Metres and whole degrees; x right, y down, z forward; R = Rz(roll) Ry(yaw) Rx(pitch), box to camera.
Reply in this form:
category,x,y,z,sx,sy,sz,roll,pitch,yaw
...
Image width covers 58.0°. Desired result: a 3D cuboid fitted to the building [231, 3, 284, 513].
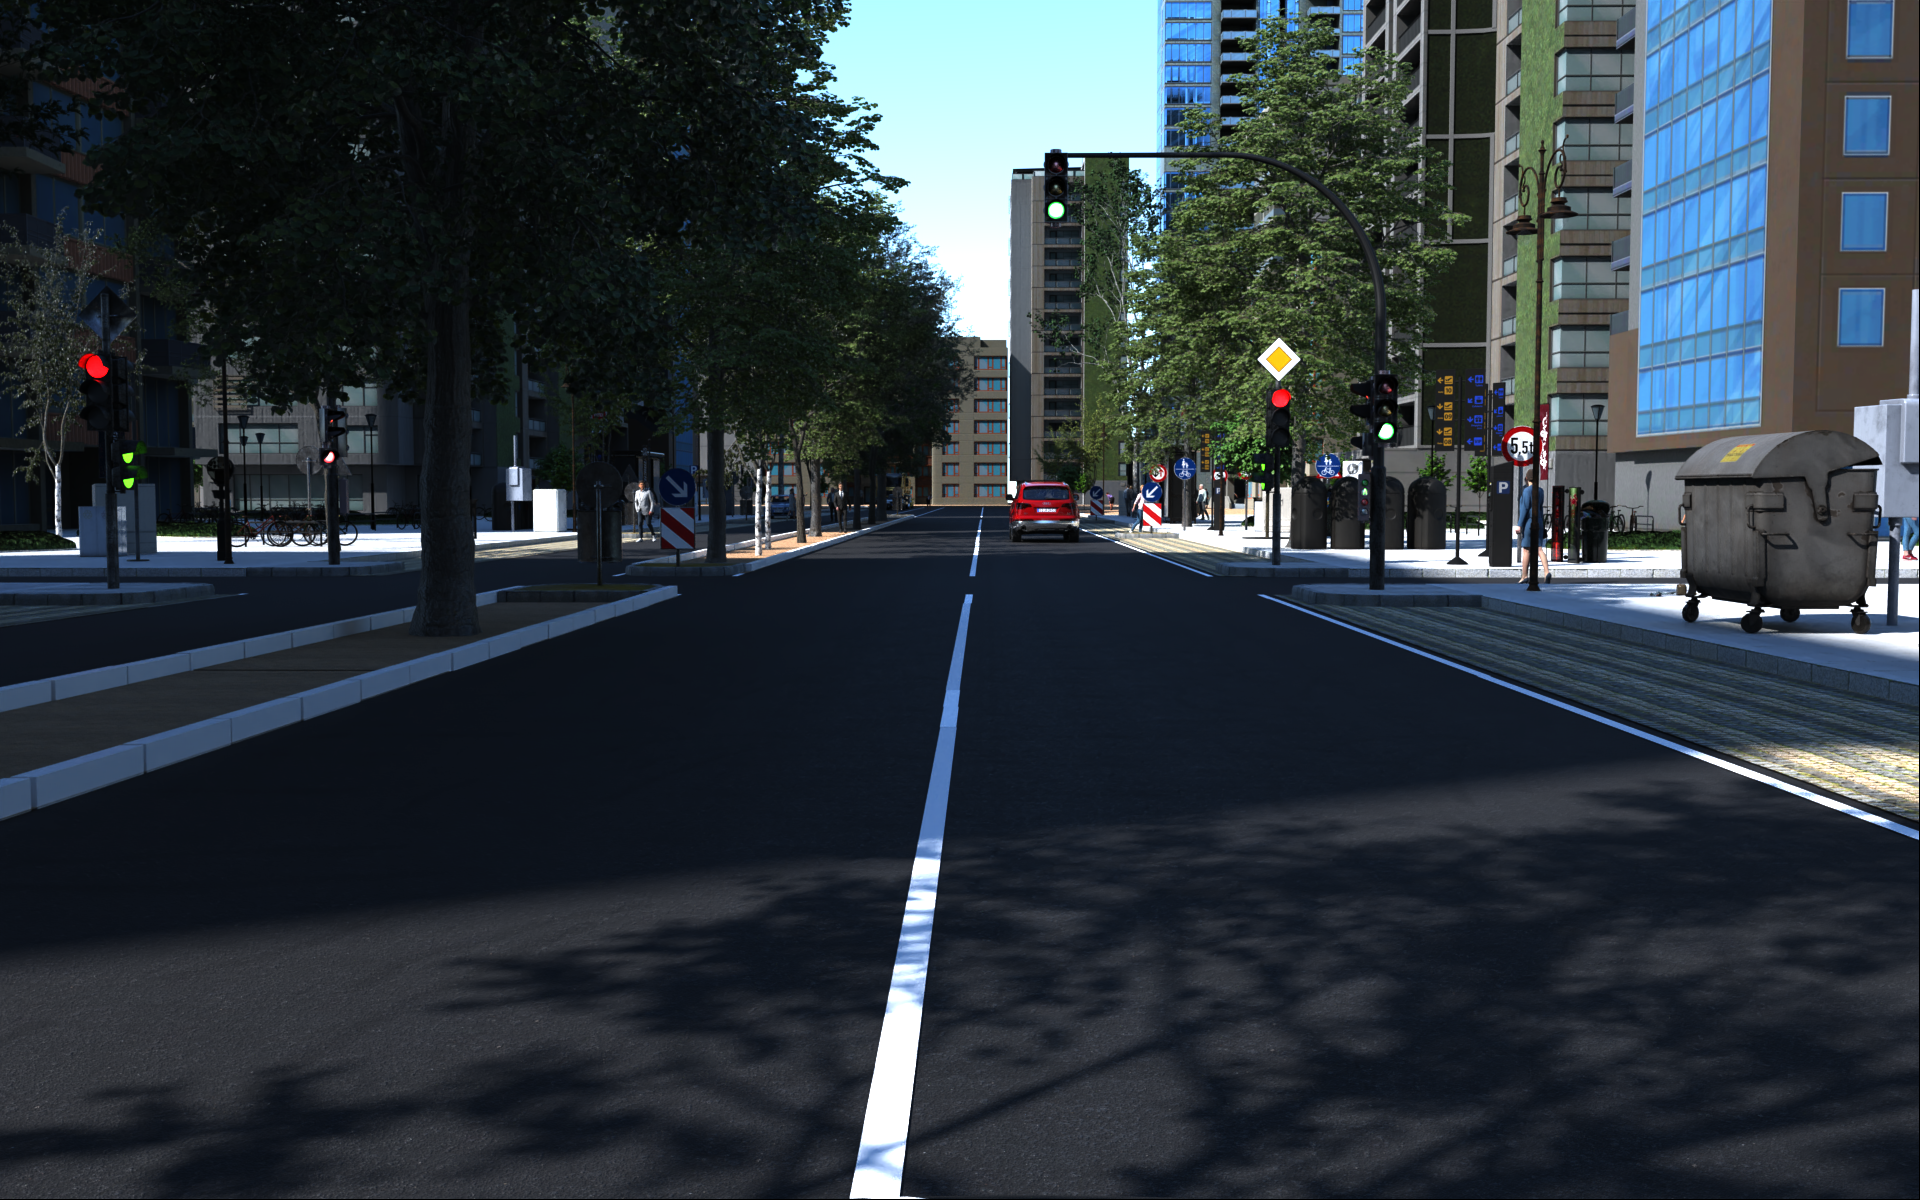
category,x,y,z,sx,sy,sz,roll,pitch,yaw
building,-34.026,-25.367,98.352,14.154,41.232,14.086,0,4,1

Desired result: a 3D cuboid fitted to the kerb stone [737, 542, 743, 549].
category,x,y,z,sx,sy,sz,roll,pitch,yaw
kerb stone,-5.808,-1.382,44.795,0.120,0.150,1.000,0,4,1

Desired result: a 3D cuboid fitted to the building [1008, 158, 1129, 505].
category,x,y,z,sx,sy,sz,roll,pitch,yaw
building,13.017,-32.232,210.594,14.086,41.232,14.154,0,4,1

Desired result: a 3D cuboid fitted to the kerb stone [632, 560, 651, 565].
category,x,y,z,sx,sy,sz,roll,pitch,yaw
kerb stone,-6.000,-0.629,32.491,0.120,0.150,1.000,0,4,1

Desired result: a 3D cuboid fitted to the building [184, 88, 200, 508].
category,x,y,z,sx,sy,sz,roll,pitch,yaw
building,-53.021,-28.206,153.049,23.993,40.220,32.217,0,4,1

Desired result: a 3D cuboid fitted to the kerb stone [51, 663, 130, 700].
category,x,y,z,sx,sy,sz,roll,pitch,yaw
kerb stone,-6.287,0.597,12.436,0.120,0.150,1.000,0,4,1

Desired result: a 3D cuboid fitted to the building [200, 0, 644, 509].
category,x,y,z,sx,sy,sz,roll,pitch,yaw
building,-40.132,-33.318,133.984,28.713,52.752,27.495,0,4,1

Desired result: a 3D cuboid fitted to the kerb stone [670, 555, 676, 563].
category,x,y,z,sx,sy,sz,roll,pitch,yaw
kerb stone,-5.949,-0.818,35.562,0.120,0.150,1.000,0,4,1

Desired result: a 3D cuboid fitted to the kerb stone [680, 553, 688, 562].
category,x,y,z,sx,sy,sz,roll,pitch,yaw
kerb stone,-5.940,-0.881,36.594,0.120,0.150,1.000,0,4,1

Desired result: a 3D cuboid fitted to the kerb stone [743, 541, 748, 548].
category,x,y,z,sx,sy,sz,roll,pitch,yaw
kerb stone,-5.802,-1.438,45.827,0.120,0.150,1.000,0,4,1

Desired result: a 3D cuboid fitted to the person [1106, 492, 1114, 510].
category,x,y,z,sx,sy,sz,roll,pitch,yaw
person,11.851,-7.795,136.730,0.697,1.427,0.421,2,4,34

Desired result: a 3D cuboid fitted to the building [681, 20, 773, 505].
category,x,y,z,sx,sy,sz,roll,pitch,yaw
building,-37.430,-41.098,213.947,28.212,58.520,21.231,0,4,1

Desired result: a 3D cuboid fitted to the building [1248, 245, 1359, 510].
category,x,y,z,sx,sy,sz,roll,pitch,yaw
building,37.395,-17.393,129.422,27.650,21.520,28.899,0,4,1

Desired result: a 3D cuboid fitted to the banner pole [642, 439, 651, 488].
category,x,y,z,sx,sy,sz,roll,pitch,yaw
banner pole,-14.151,-5.402,78.342,0.401,3.779,0.863,1,4,20

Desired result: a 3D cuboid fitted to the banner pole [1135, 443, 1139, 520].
category,x,y,z,sx,sy,sz,roll,pitch,yaw
banner pole,8.762,-5.833,85.387,0.401,3.779,0.863,0,4,0

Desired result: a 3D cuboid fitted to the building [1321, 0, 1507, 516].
category,x,y,z,sx,sy,sz,roll,pitch,yaw
building,32.278,-40.125,94.299,20.563,71.187,20.611,0,4,1

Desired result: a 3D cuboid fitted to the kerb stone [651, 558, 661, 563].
category,x,y,z,sx,sy,sz,roll,pitch,yaw
kerb stone,-5.991,-0.692,33.516,0.120,0.150,1.000,0,4,1

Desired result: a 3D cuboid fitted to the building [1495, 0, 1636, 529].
category,x,y,z,sx,sy,sz,roll,pitch,yaw
building,29.229,-23.631,69.954,14.154,41.232,14.086,0,4,1

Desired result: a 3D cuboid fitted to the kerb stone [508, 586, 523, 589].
category,x,y,z,sx,sy,sz,roll,pitch,yaw
kerb stone,-6.135,-0.092,23.703,0.120,0.150,1.000,0,4,1

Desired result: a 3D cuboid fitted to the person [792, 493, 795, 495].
category,x,y,z,sx,sy,sz,roll,pitch,yaw
person,-13.969,-8.386,144.065,0.530,1.710,0.541,3,5,44

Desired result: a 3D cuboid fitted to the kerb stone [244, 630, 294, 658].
category,x,y,z,sx,sy,sz,roll,pitch,yaw
kerb stone,-6.249,0.409,15.511,0.120,0.150,1.000,0,4,1

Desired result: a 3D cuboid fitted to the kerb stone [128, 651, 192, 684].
category,x,y,z,sx,sy,sz,roll,pitch,yaw
kerb stone,-6.277,0.540,13.460,0.120,0.150,1.000,0,4,1

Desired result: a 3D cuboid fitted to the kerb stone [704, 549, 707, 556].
category,x,y,z,sx,sy,sz,roll,pitch,yaw
kerb stone,-5.895,-1.069,39.669,0.120,0.150,1.000,0,4,1

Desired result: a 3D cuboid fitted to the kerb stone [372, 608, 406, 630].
category,x,y,z,sx,sy,sz,roll,pitch,yaw
kerb stone,-6.199,0.221,18.584,0.120,0.150,1.000,0,4,1

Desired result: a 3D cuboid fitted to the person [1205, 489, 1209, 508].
category,x,y,z,sx,sy,sz,roll,pitch,yaw
person,21.880,-9.076,154.875,0.568,1.767,0.683,3,4,37

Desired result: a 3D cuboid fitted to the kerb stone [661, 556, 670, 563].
category,x,y,z,sx,sy,sz,roll,pitch,yaw
kerb stone,-5.977,-0.755,34.540,0.120,0.150,1.000,0,4,1

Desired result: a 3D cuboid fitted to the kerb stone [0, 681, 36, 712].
category,x,y,z,sx,sy,sz,roll,pitch,yaw
kerb stone,-6.315,0.660,11.407,0.120,0.150,1.000,0,4,1

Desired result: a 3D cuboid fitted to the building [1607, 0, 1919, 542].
category,x,y,z,sx,sy,sz,roll,pitch,yaw
building,29.329,-24.559,51.644,14.200,45.320,14.600,0,4,1

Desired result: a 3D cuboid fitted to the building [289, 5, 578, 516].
category,x,y,z,sx,sy,sz,roll,pitch,yaw
building,-33.884,-26.293,113.487,14.154,41.232,14.086,0,4,1

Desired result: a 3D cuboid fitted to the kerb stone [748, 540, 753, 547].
category,x,y,z,sx,sy,sz,roll,pitch,yaw
kerb stone,-5.790,-1.504,46.849,0.120,0.150,1.000,0,4,1

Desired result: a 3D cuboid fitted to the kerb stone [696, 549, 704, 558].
category,x,y,z,sx,sy,sz,roll,pitch,yaw
kerb stone,-5.906,-1.002,38.646,0.120,0.150,1.000,0,4,1

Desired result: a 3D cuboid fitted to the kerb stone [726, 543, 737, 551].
category,x,y,z,sx,sy,sz,roll,pitch,yaw
kerb stone,-5.840,-1.319,43.773,0.120,0.150,1.000,0,4,1

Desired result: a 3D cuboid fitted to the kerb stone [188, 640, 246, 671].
category,x,y,z,sx,sy,sz,roll,pitch,yaw
kerb stone,-6.265,0.471,14.489,0.120,0.150,1.000,0,4,1

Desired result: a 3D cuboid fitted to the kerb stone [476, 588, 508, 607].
category,x,y,z,sx,sy,sz,roll,pitch,yaw
kerb stone,-6.147,-0.030,22.681,0.120,0.150,1.000,0,4,1

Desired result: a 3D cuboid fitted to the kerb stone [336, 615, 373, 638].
category,x,y,z,sx,sy,sz,roll,pitch,yaw
kerb stone,-6.218,0.284,17.558,0.120,0.150,1.000,0,4,1

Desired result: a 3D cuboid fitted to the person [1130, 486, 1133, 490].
category,x,y,z,sx,sy,sz,roll,pitch,yaw
person,11.172,-6.555,113.305,0.705,1.814,1.350,0,4,-8

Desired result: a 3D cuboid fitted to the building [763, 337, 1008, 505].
category,x,y,z,sx,sy,sz,roll,pitch,yaw
building,-8.606,-22.820,218.143,28.899,21.520,27.650,0,4,1

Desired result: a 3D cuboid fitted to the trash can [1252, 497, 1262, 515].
category,x,y,z,sx,sy,sz,roll,pitch,yaw
trash can,13.156,-3.922,75.776,0.748,1.137,0.748,0,3,0

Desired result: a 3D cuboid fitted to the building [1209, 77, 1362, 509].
category,x,y,z,sx,sy,sz,roll,pitch,yaw
building,39.492,-28.339,155.220,32.217,40.220,23.993,0,4,1

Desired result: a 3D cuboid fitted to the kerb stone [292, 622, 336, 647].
category,x,y,z,sx,sy,sz,roll,pitch,yaw
kerb stone,-6.230,0.346,16.537,0.120,0.150,1.000,0,4,1

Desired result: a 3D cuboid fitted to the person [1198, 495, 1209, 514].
category,x,y,z,sx,sy,sz,roll,pitch,yaw
person,15.622,-6.467,112.296,1.217,1.766,0.721,3,5,40

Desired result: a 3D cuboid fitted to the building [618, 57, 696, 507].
category,x,y,z,sx,sy,sz,roll,pitch,yaw
building,-32.990,-31.268,161.349,14.200,45.320,14.600,0,4,1

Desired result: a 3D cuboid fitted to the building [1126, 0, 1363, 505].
category,x,y,z,sx,sy,sz,roll,pitch,yaw
building,36.232,-55.086,213.328,31.000,86.520,22.319,0,4,1

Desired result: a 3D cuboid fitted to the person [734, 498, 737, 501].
category,x,y,z,sx,sy,sz,roll,pitch,yaw
person,-17.679,-7.624,133.949,0.557,1.426,1.065,2,4,35

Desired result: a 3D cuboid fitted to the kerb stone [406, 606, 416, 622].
category,x,y,z,sx,sy,sz,roll,pitch,yaw
kerb stone,-6.186,0.158,19.614,0.120,0.150,1.000,0,4,1

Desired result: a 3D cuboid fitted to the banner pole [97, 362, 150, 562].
category,x,y,z,sx,sy,sz,roll,pitch,yaw
banner pole,-15.934,-2.624,32.925,0.863,3.779,0.401,-1,4,-19

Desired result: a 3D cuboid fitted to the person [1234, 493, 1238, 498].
category,x,y,z,sx,sy,sz,roll,pitch,yaw
person,28.715,-10.821,182.966,1.348,1.824,0.705,2,4,28

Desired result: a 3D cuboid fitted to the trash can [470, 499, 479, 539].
category,x,y,z,sx,sy,sz,roll,pitch,yaw
trash can,-13.520,-2.181,47.312,0.748,1.137,0.748,0,3,0

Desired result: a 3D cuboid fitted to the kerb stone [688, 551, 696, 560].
category,x,y,z,sx,sy,sz,roll,pitch,yaw
kerb stone,-5.926,-0.943,37.616,0.120,0.150,1.000,0,4,1

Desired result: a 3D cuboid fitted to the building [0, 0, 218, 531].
category,x,y,z,sx,sy,sz,roll,pitch,yaw
building,-39.850,-24.711,58.653,22.147,44.769,28.867,0,4,1
